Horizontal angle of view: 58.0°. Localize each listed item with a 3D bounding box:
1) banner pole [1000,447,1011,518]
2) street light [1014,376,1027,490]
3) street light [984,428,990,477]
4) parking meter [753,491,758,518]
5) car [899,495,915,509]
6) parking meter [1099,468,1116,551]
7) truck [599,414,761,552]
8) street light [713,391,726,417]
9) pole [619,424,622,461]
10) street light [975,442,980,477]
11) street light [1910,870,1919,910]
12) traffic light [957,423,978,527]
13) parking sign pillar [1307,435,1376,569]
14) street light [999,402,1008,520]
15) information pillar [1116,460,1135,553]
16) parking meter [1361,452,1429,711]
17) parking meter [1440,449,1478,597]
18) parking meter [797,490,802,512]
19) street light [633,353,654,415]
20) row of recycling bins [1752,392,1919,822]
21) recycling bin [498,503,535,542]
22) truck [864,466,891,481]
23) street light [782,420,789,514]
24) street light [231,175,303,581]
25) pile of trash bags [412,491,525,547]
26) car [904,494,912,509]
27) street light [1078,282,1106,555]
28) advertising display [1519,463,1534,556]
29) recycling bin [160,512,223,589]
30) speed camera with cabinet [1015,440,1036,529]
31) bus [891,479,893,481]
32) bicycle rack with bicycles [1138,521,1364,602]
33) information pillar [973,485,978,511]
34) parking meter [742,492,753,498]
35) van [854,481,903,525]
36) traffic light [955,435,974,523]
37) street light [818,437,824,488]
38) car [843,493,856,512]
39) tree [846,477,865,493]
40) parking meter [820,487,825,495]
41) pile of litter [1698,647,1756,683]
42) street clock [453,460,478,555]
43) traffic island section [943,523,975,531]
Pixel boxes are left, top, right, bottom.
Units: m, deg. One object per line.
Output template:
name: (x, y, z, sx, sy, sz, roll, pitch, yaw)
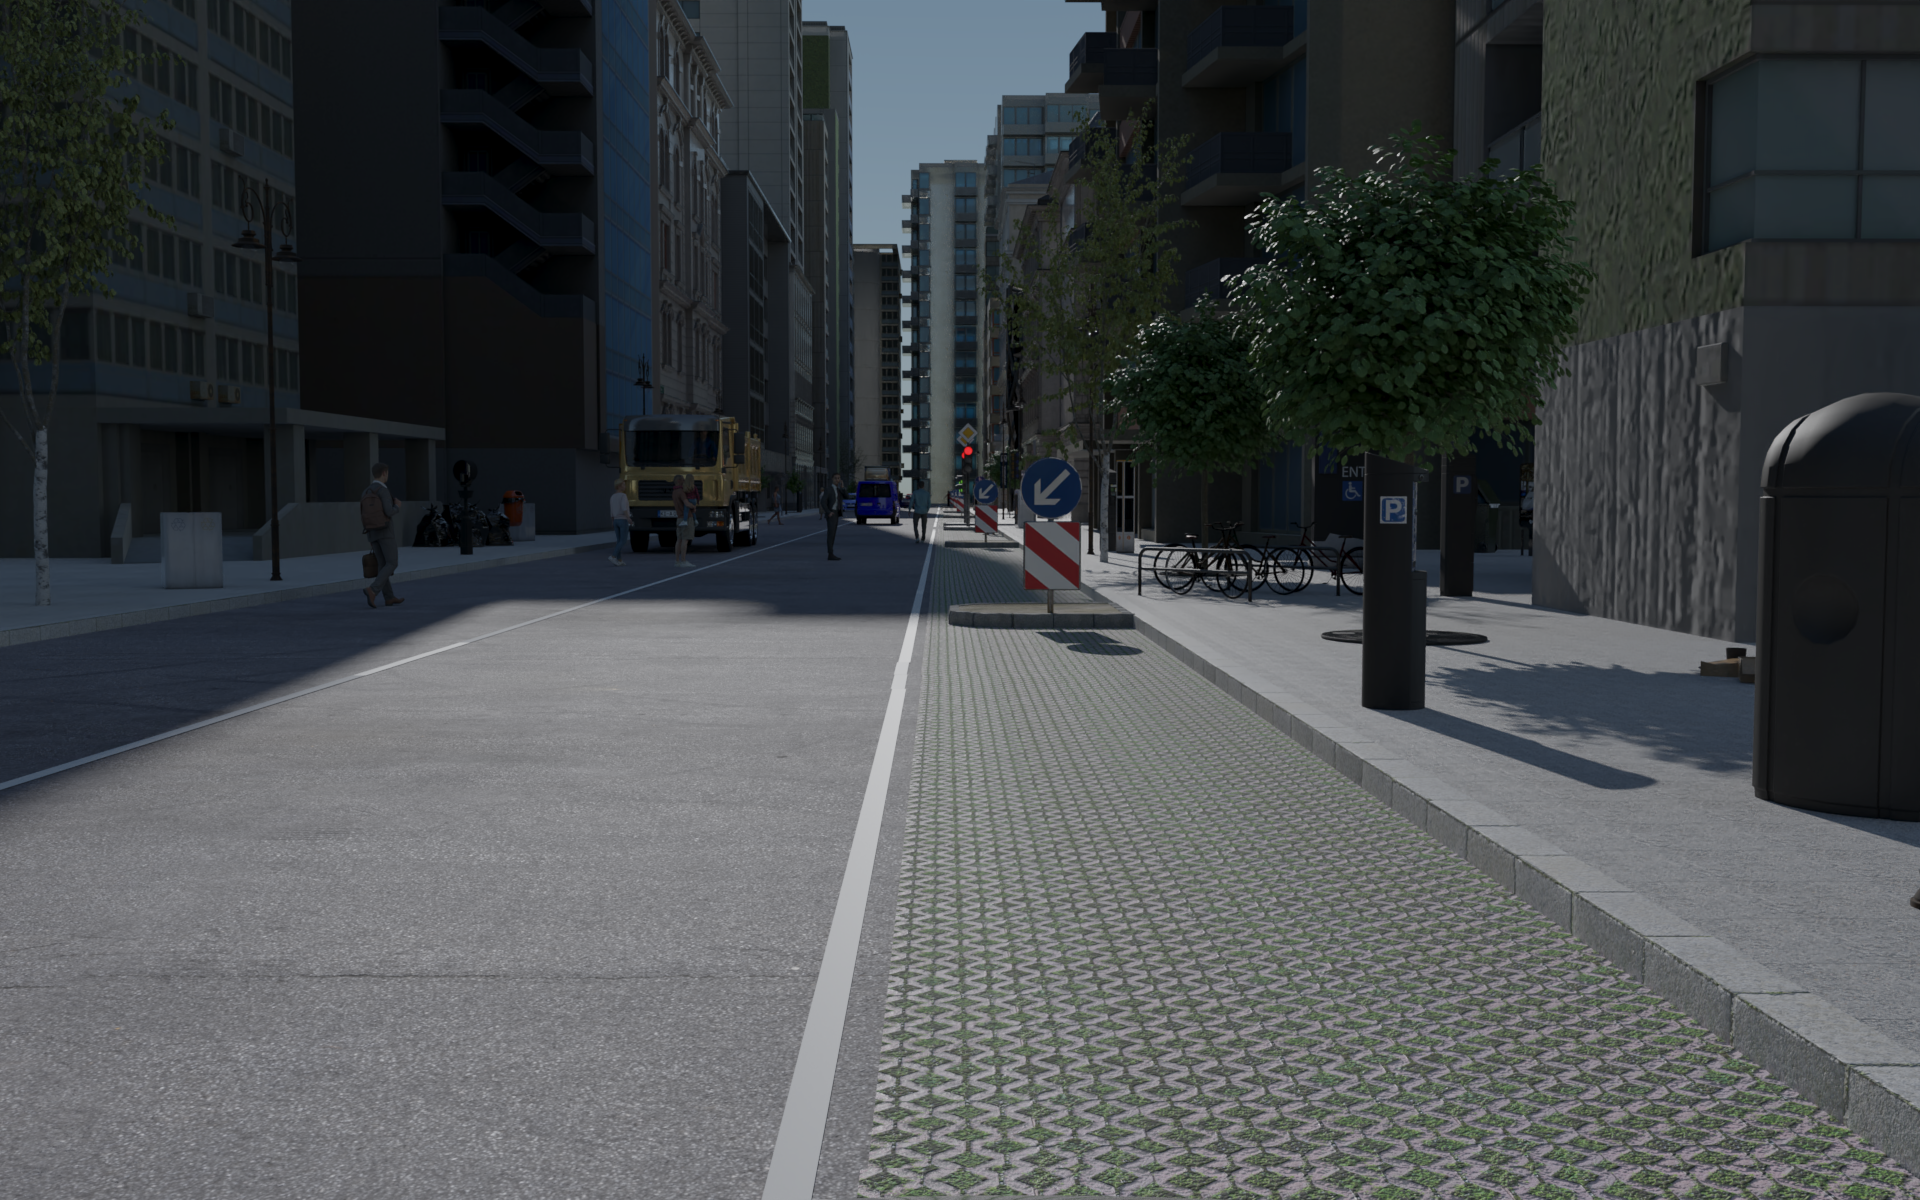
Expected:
banner pole: (2.473, -6.268, 92.493, 0.863, 3.779, 0.401, 3, 4, 36)
street light: (2.382, -5.827, 68.055, 0.468, 5.910, 1.993, 0, 4, -1)
street light: (1.857, -8.946, 119.047, 0.468, 5.910, 1.993, 0, 4, -1)
parking meter: (-10.735, -5.006, 90.251, 0.372, 1.533, 0.369, 0, 3, 0)
car: (-5.042, -9.165, 162.435, 1.945, 1.354, 3.894, 0, 4, 0)
parking meter: (3.343, -2.029, 38.891, 0.255, 1.863, 0.399, -2, 4, -35)
truck: (-6.917, -2.999, 44.964, 3.469, 3.379, 9.791, 0, 4, -1)
street light: (-10.619, -6.343, 76.499, 0.468, 5.910, 1.993, 0, 4, -1)
pole: (-9.771, -3.449, 50.242, 0.158, 3.312, 0.155, 0, 3, 0)
street light: (1.546, -10.881, 150.696, 0.468, 5.910, 1.993, 0, 4, -1)
street light: (3.047, -1.982, 5.189, 0.468, 5.910, 1.993, 0, 4, -1)
traffic light: (0.304, -4.861, 68.398, 0.839, 4.253, 0.868, 0, 4, -1)
parking sign pillar: (6.846, -2.561, 30.338, 1.447, 3.967, 1.447, 0, 4, 4)
street light: (2.177, -6.974, 86.821, 0.468, 5.910, 1.993, 0, 4, -1)
information pillar: (3.598, -2.027, 37.639, 0.304, 2.012, 0.304, -2, 4, -26)
parking meter: (2.611, -0.121, 10.396, 0.372, 1.533, 0.369, 0, 3, 0)
parking meter: (6.257, -0.979, 21.725, 0.399, 1.863, 0.255, 0, 4, -5)
parking meter: (-11.527, -7.255, 124.333, 0.255, 1.863, 0.399, 2, 4, 35)
street light: (-10.381, -5.150, 56.996, 0.468, 5.910, 1.993, 0, 4, -1)
row of recycling bins: (5.119, -0.017, 7.388, 3.534, 1.692, 1.069, -1, 4, -12)
recycling bin: (-12.056, -2.114, 47.116, 0.722, 1.027, 0.722, 1, 4, 21)
truck: (-8.323, -11.364, 174.715, 2.839, 4.237, 11.283, 0, 4, -1)
street light: (-10.932, -8.315, 108.736, 0.468, 5.910, 1.993, 0, 4, -1)
street light: (-10.145, -3.225, 25.518, 0.468, 5.910, 1.993, 0, 4, -1)
pile of trash bags: (-11.951, -2.042, 43.141, 1.912, 1.369, 3.447, 1, 4, 20)
car: (-4.689, -9.983, 172.259, 2.155, 1.783, 4.494, 0, 4, 0)
street light: (2.777, -3.904, 36.623, 0.468, 5.910, 1.993, 0, 4, -1)
advertising display: (11.902, -1.865, 35.712, 0.123, 1.923, 0.974, -1, 4, -22)
recycling bin: (-10.524, -0.683, 23.721, 0.722, 1.027, 0.722, -2, 4, -28)
speed camera with cabinet: (2.459, -4.275, 64.238, 0.660, 3.252, 2.038, 0, 4, -8)
bus: (-9.196, -12.724, 202.896, 2.948, 3.499, 13.247, 0, 3, 0)
bicycle rack with bicycles: (3.508, -0.529, 22.034, 2.852, 0.926, 2.925, -3, 5, -41)
information pillar: (1.187, -7.884, 133.393, 0.304, 2.012, 0.304, -2, 4, -23)
parking meter: (-10.491, -4.685, 85.014, 0.372, 1.533, 0.369, 0, 3, 0)
van: (-3.915, -4.807, 82.981, 2.240, 2.365, 5.245, 0, 4, 1)
traffic light: (0.221, -5.349, 76.383, 0.839, 4.253, 0.868, 0, 4, -1)
street light: (-11.295, -10.251, 140.384, 0.468, 5.910, 1.993, 0, 4, -1)
car: (-8.786, -8.001, 140.407, 1.945, 1.707, 3.694, 0, 4, -1)
tree: (-12.037, -12.302, 195.738, 1.663, 3.219, 1.824, 0, 3, 0)
parking meter: (-10.932, -8.081, 137.840, 0.255, 1.863, 0.399, 1, 4, 14)
pile of litter: (5.841, 0.132, 11.800, 1.176, 0.858, 1.719, -1, 4, -12)
street clock: (-10.437, -1.958, 36.578, 0.471, 2.002, 0.358, 1, 4, 22)
traffic island section: (0.344, -2.828, 68.512, 2.009, 0.180, 2.903, 0, 4, -1)
